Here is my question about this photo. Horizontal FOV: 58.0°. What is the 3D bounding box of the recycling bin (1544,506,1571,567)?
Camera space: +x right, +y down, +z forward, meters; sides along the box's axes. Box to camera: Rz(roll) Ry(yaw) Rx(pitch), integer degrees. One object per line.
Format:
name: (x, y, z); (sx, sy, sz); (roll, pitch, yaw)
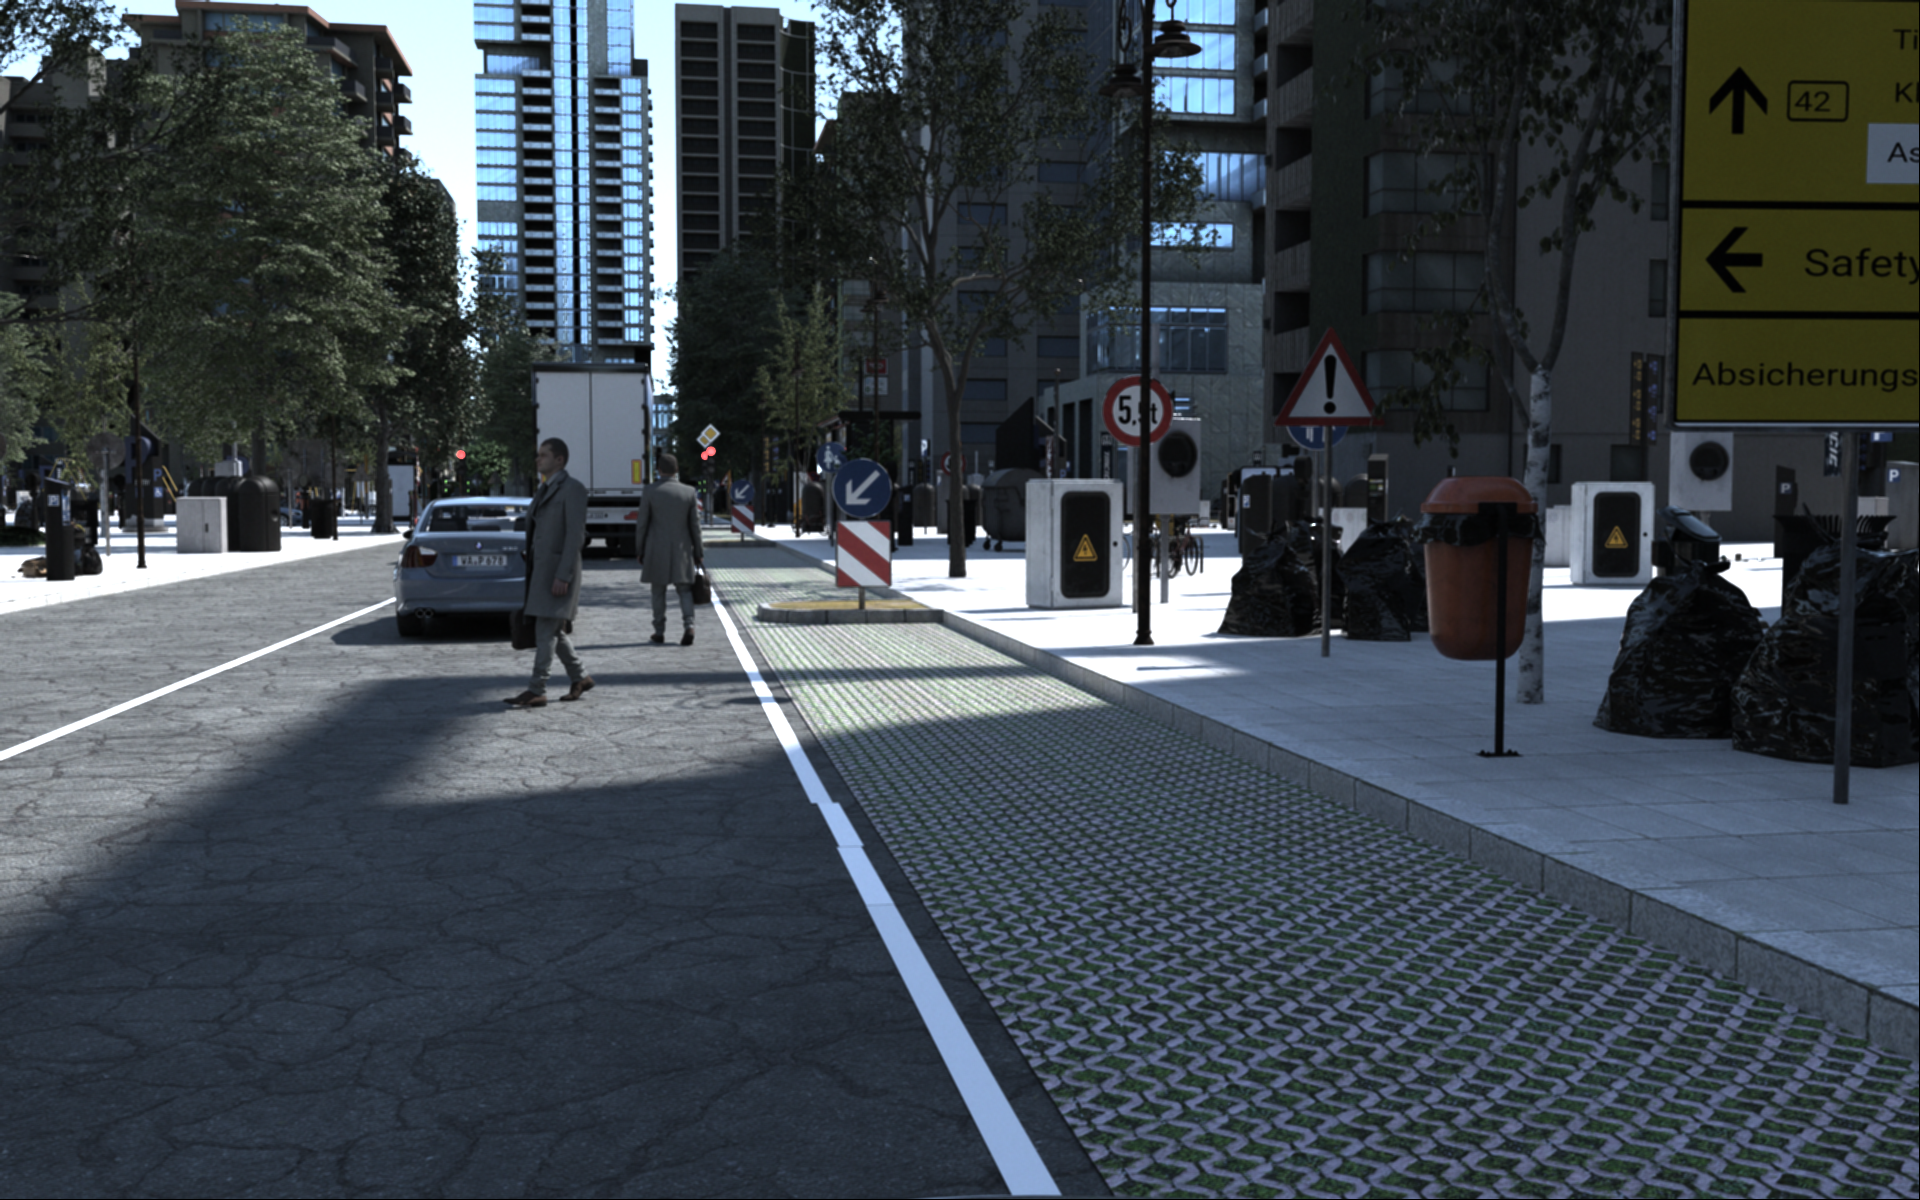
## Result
recycling bin: (10.703, -1.105, 30.616); (0.722, 1.027, 0.722); (2, 4, 25)

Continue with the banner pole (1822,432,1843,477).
banner pole: (15.450, -2.472, 30.434); (0.401, 3.779, 0.863); (-1, 4, -10)

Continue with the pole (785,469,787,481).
pole: (-10.239, -6.614, 101.987); (0.158, 3.312, 0.155); (0, 3, 0)

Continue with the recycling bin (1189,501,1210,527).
recycling bin: (9.288, -3.353, 67.373); (0.722, 1.027, 0.722); (0, 4, -5)

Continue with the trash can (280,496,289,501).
trash can: (-45.132, -6.362, 115.664); (0.748, 1.137, 0.748); (0, 3, 0)

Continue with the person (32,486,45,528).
person: (-36.362, -3.678, 68.411); (0.659, 1.850, 0.755); (0, 4, 2)

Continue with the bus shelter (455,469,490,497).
bus shelter: (-28.717, -6.821, 102.802); (1.731, 3.624, 6.357); (-1, 4, -10)

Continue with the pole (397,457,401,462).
pole: (-28.160, -5.701, 87.061); (0.158, 3.312, 0.155); (0, 3, 0)

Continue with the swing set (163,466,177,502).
swing set: (-44.756, -6.070, 96.866); (2.862, 2.851, 3.119); (-2, 4, -32)

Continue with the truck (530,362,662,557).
truck: (-8.762, -3.273, 42.430); (2.839, 4.237, 11.283); (-1, 4, -9)

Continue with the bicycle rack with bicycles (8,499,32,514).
bicycle rack with bicycles: (-62.653, -6.206, 114.854); (2.925, 0.926, 2.852); (1, 4, 8)

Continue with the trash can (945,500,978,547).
trash can: (-0.001, -1.848, 41.867); (0.748, 1.137, 0.748); (0, 3, 0)

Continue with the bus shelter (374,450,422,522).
bus shelter: (-26.568, -5.449, 83.021); (2.014, 3.302, 5.546); (-1, 4, -10)

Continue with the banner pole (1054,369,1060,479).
banner pole: (1.936, -2.751, 34.999); (0.401, 3.779, 0.863); (0, 4, -2)

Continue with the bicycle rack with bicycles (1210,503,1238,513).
bicycle rack with bicycles: (11.317, -3.507, 70.722); (2.852, 0.926, 2.925); (-1, 4, -10)

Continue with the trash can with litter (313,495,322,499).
trash can with litter: (-40.470, -5.929, 107.997); (2.233, 1.210, 1.678); (-3, 4, -36)

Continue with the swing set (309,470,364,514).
swing set: (-40.288, -6.959, 111.407); (3.119, 2.851, 2.862); (-2, 4, -35)

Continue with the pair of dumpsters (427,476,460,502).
pair of dumpsters: (-26.499, -5.314, 89.376); (1.574, 2.255, 4.437); (-1, 4, -10)

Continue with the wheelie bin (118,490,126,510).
wheelie bin: (-41.097, -4.748, 85.538); (0.980, 1.594, 0.693); (0, 4, 5)

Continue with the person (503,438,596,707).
person: (-2.802, -0.195, 11.790); (0.767, 1.812, 0.694); (-3, 4, -37)

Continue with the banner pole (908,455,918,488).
banner pole: (-2.973, -7.451, 111.841); (0.863, 3.779, 0.401); (-1, 4, -21)

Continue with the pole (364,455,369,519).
pole: (-30.647, -5.845, 89.413); (0.158, 3.312, 0.155); (0, 3, 0)

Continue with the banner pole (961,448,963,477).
banner pole: (0.071, -6.362, 94.032); (0.401, 3.779, 0.863); (-1, 4, -9)

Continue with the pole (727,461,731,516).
pole: (-13.581, -6.605, 101.834); (0.158, 3.312, 0.155); (0, 3, 0)

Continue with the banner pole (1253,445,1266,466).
banner pole: (15.414, -6.054, 89.006); (0.863, 3.779, 0.401); (-1, 4, -19)

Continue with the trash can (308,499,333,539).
trash can: (-18.316, -2.328, 49.710); (0.748, 1.137, 0.748); (0, 3, 0)

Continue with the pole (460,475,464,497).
pole: (-21.841, -5.019, 75.909); (0.158, 3.312, 0.155); (0, 3, 0)

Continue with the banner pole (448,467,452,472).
banner pole: (-31.820, -7.222, 108.101); (0.401, 3.779, 0.863); (-3, 4, -37)

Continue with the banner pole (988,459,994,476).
banner pole: (2.099, -7.252, 108.585); (0.863, 3.779, 0.401); (2, 4, 32)

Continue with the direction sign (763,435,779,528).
direction sign: (-7.231, -4.543, 66.276); (0.379, 3.537, 0.876); (3, 4, 36)

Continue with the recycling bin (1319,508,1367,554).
recycling bin: (7.068, -1.180, 31.846); (0.722, 1.027, 0.722); (-2, 4, -28)

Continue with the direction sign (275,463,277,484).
direction sign: (-49.582, -8.174, 125.642); (0.379, 3.537, 0.876); (-2, 4, -27)

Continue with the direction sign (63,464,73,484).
direction sign: (-70.082, -8.832, 136.400); (0.379, 3.537, 0.876); (0, 4, 4)

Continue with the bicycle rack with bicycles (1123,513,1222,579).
bicycle rack with bicycles: (2.907, -0.881, 27.788); (2.852, 0.926, 2.925); (2, 4, 31)

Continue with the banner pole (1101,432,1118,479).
banner pole: (5.335, -4.359, 61.292); (0.863, 3.779, 0.401); (-1, 4, -22)

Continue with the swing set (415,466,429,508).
swing set: (-31.322, -6.174, 98.559); (2.862, 2.851, 3.119); (-2, 4, -35)

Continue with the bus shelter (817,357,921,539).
bus shelter: (-2.716, -4.294, 47.842); (2.179, 5.291, 8.768); (-1, 4, -10)

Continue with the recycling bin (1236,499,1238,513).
recycling bin: (12.893, -4.254, 82.100); (0.722, 1.027, 0.722); (2, 4, 23)

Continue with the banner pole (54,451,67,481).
banner pole: (-52.313, -6.785, 100.943); (0.401, 3.779, 0.863); (3, 5, 43)

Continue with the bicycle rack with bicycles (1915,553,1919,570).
bicycle rack with bicycles: (12.848, -0.415, 20.162); (2.852, 0.926, 2.925); (1, 4, 10)

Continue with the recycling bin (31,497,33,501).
recycling bin: (-70.117, -7.223, 130.649); (0.722, 1.027, 0.722); (-1, 4, -11)

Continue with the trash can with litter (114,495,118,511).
trash can with litter: (-65.141, -7.510, 133.842); (1.678, 1.210, 2.233); (-3, 5, -44)

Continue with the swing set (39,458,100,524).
swing set: (-39.087, -4.787, 75.892); (2.862, 2.851, 3.119); (-1, 4, -18)

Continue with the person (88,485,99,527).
person: (-34.290, -3.641, 68.455); (0.576, 1.772, 0.534); (1, 4, 16)

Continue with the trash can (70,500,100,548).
trash can: (-21.031, -1.829, 41.551); (0.748, 1.137, 0.748); (0, 3, 0)

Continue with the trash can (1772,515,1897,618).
trash can: (5.849, 0.001, 11.630); (0.748, 1.137, 0.748); (0, 3, 0)

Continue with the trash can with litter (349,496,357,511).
trash can with litter: (-46.732, -7.505, 134.101); (1.055, 1.170, 0.624); (-1, 4, -17)

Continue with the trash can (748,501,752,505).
trash can: (-10.609, -4.747, 89.272); (0.748, 1.137, 0.748); (0, 3, 0)

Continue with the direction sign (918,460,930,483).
direction sign: (-2.403, -7.521, 114.970); (0.876, 3.537, 0.379); (0, 4, 5)

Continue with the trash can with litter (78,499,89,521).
trash can with litter: (-41.957, -4.383, 83.047); (1.055, 1.170, 0.624); (0, 4, -2)

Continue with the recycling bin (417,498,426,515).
recycling bin: (-32.911, -5.684, 105.482); (0.722, 1.027, 0.722); (-1, 4, -10)

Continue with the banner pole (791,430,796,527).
banner pole: (-6.328, -4.714, 67.097); (0.401, 3.779, 0.863); (-1, 4, -13)

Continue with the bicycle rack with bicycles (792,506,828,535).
bicycle rack with bicycles: (-3.465, -2.501, 54.273); (2.925, 0.926, 2.852); (3, 5, 40)

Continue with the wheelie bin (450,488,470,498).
wheelie bin: (-24.482, -4.709, 84.897); (0.980, 1.594, 0.693); (-1, 4, -18)

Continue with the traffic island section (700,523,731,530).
traffic island section: (-11.272, -3.346, 76.989); (2.009, 0.180, 2.903); (-1, 4, -10)

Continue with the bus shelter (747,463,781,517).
bus shelter: (-10.826, -6.221, 95.630); (2.014, 3.302, 5.546); (-1, 4, -10)

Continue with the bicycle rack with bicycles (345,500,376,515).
bicycle rack with bicycles: (-36.163, -5.620, 105.273); (2.852, 0.926, 2.925); (2, 4, 34)

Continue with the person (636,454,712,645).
person: (-2.761, -0.488, 16.586); (0.694, 1.812, 0.767); (-1, 4, -20)
